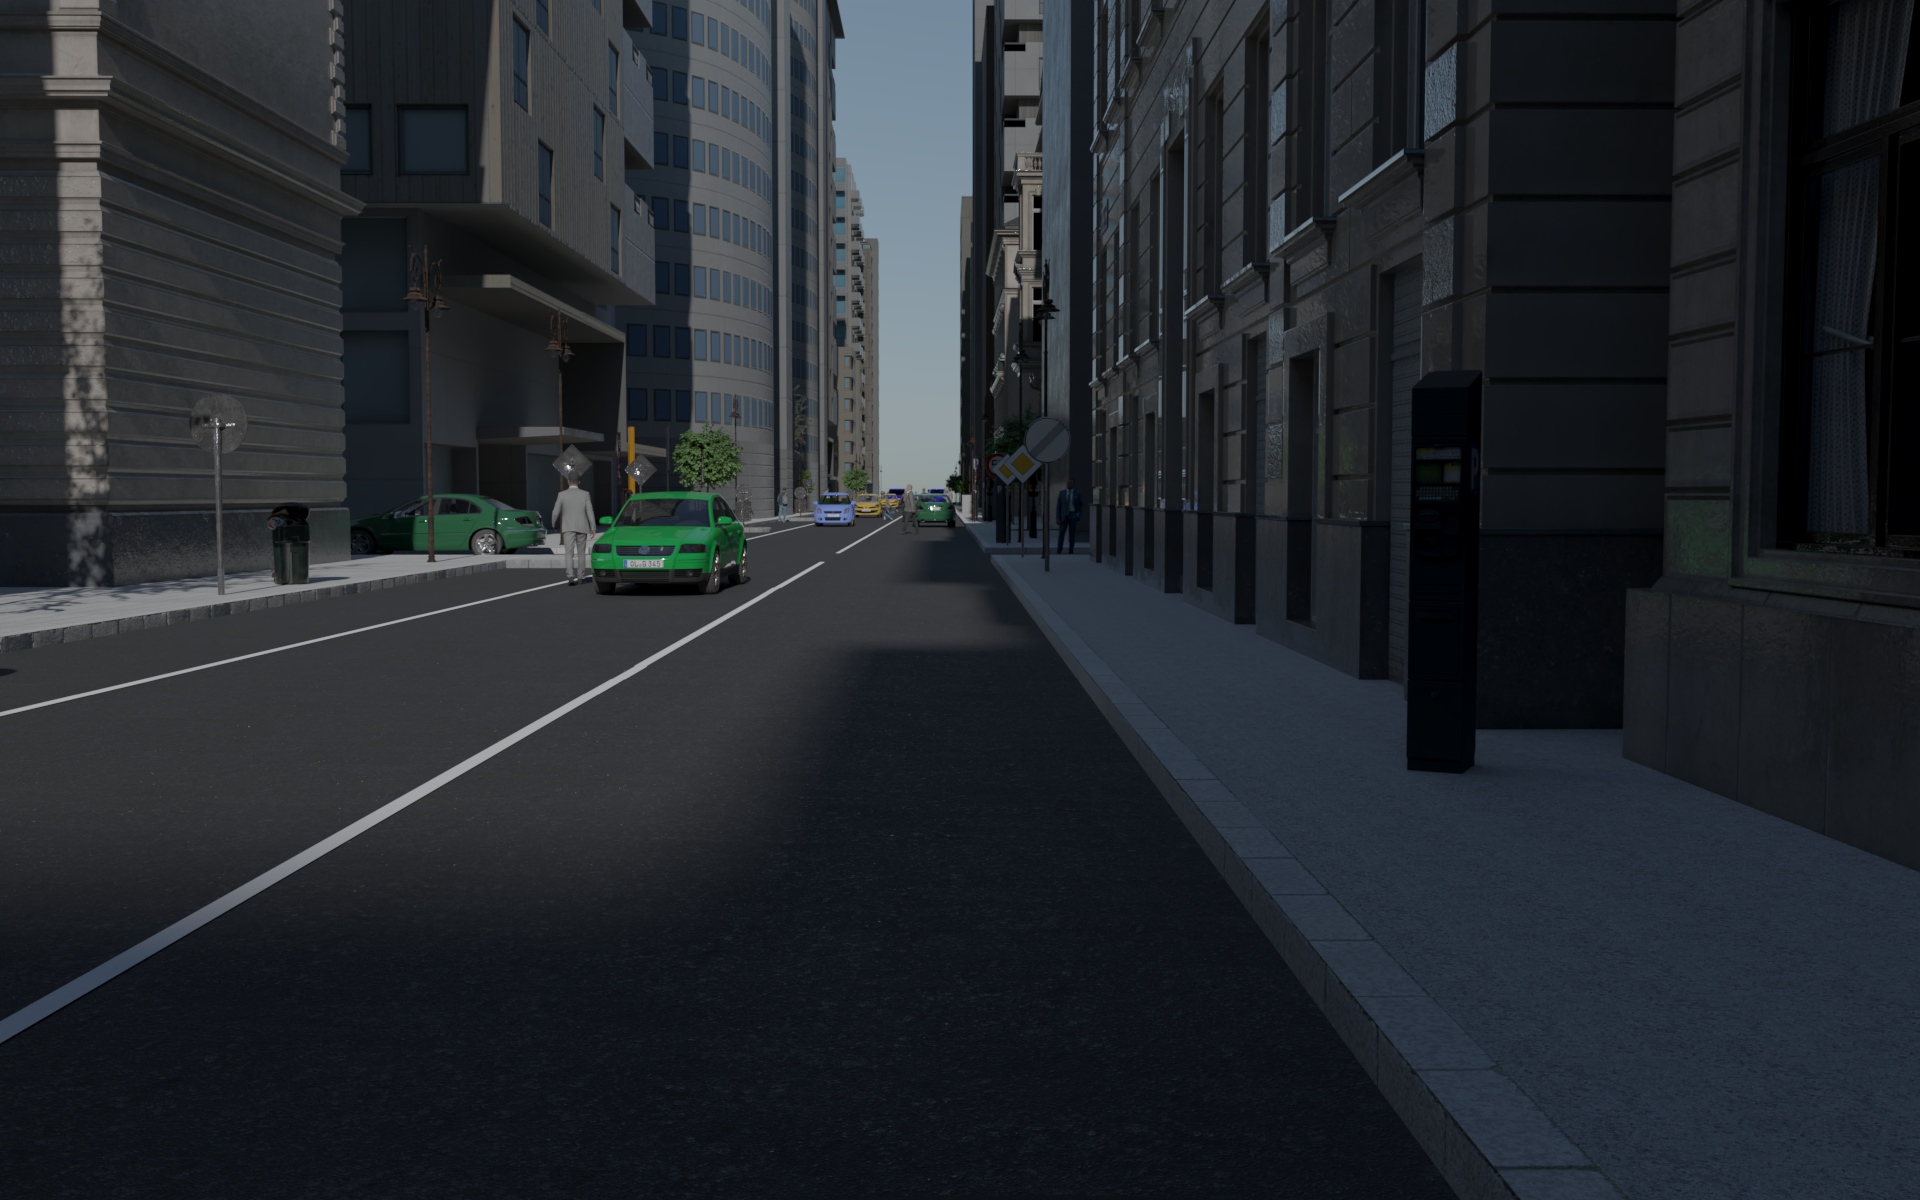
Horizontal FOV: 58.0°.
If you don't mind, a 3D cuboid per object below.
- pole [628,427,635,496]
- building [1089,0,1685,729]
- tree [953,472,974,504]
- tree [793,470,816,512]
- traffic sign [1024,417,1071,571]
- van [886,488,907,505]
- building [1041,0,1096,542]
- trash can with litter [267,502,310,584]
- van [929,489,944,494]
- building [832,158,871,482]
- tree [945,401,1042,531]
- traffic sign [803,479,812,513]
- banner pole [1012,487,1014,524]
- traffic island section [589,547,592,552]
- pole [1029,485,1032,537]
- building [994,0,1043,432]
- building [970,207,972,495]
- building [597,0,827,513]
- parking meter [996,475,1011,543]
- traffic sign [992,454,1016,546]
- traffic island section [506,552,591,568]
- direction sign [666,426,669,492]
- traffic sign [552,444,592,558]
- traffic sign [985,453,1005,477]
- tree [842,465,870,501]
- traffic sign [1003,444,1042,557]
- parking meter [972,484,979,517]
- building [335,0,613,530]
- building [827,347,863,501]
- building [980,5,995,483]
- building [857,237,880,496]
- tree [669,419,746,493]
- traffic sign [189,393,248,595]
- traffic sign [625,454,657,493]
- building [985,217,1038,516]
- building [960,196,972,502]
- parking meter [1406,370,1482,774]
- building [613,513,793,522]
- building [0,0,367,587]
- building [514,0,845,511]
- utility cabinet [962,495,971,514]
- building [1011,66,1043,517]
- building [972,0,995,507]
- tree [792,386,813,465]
[{"bbox_3d":[-9.983,-3.597,52.657,0.158,3.312,0.155,0,3,0],"label":"pole"},{"bbox_3d":[8.288,-13.669,20.755,12.463,27.353,25.104,0,4,-1],"label":"building"},{"bbox_3d":[0.746,-8.900,140.120,1.663,3.219,1.824,0,3,0],"label":"tree"},{"bbox_3d":[-11.173,-8.090,126.878,1.663,3.219,1.824,0,3,0],"label":"tree"},{"bbox_3d":[1.448,-1.749,28.704,0.768,2.556,0.104,0,4,5],"label":"traffic sign"},{"bbox_3d":[-6.501,-10.759,180.300,2.240,2.365,5.245,0,4,1],"label":"van"},{"bbox_3d":[17.721,-14.166,50.683,30.058,24.678,14.314,0,4,-1],"label":"building"},{"bbox_3d":[-9.673,-0.820,24.791,0.624,1.170,1.055,-2,4,-33],"label":"trash can with litter"},{"bbox_3d":[-2.775,-12.292,205.353,2.240,2.365,5.245,0,4,-2],"label":"van"},{"bbox_3d":[-25.008,-38.353,246.683,23.786,49.044,30.456,0,4,-1],"label":"building"},{"bbox_3d":[2.351,-4.734,61.113,4.285,4.588,4.351,0,3,0],"label":"tree"},{"bbox_3d":[-10.400,-7.107,118.321,0.606,2.300,0.079,1,4,8],"label":"traffic sign"},{"bbox_3d":[2.025,-5.083,73.130,0.863,3.779,0.401,1,4,13],"label":"banner pole"},{"bbox_3d":[-7.938,-1.268,43.019,2.009,0.180,2.903,0,4,-1],"label":"traffic island section"},{"bbox_3d":[2.138,-3.544,51.795,0.158,3.312,0.155,0,3,0],"label":"pole"},{"bbox_3d":[16.491,-33.458,136.273,28.713,52.752,27.495,0,4,-1],"label":"building"},{"bbox_3d":[8.498,-34.550,248.486,14.154,41.232,14.086,0,4,-1],"label":"building"},{"bbox_3d":[-22.694,-36.924,145.703,21.231,58.520,28.212,0,4,-1],"label":"building"},{"bbox_3d":[1.143,-2.428,45.414,0.255,1.863,0.399,-2,4,-35],"label":"parking meter"},{"bbox_3d":[1.179,-2.409,43.036,0.795,2.450,0.064,0,4,-1],"label":"traffic sign"},{"bbox_3d":[-7.850,-0.780,35.034,2.009,0.180,2.903,0,4,-1],"label":"traffic island section"},{"bbox_3d":[-9.735,-4.020,57.719,0.379,3.537,0.876,-1,4,-14],"label":"direction sign"},{"bbox_3d":[-7.827,-1.916,34.973,0.795,2.450,0.064,0,4,-1],"label":"traffic sign"},{"bbox_3d":[1.170,-3.268,53.542,0.768,2.556,0.104,0,4,1],"label":"traffic sign"},{"bbox_3d":[-11.721,-12.941,195.295,4.285,4.588,4.351,0,3,0],"label":"tree"},{"bbox_3d":[1.267,-1.921,35.051,0.795,2.450,0.064,0,4,-1],"label":"traffic sign"},{"bbox_3d":[0.869,-5.621,97.620,0.399,1.863,0.255,0,4,4],"label":"parking meter"},{"bbox_3d":[-25.163,-28.526,55.636,28.713,52.752,27.495,0,4,-1],"label":"building"},{"bbox_3d":[-26.651,-22.804,217.882,27.650,21.520,28.899,0,4,-1],"label":"building"},{"bbox_3d":[9.091,-31.039,157.593,14.600,45.320,14.200,0,4,-1],"label":"building"},{"bbox_3d":[-19.834,-35.817,269.209,14.154,41.232,14.086,0,4,-1],"label":"building"},{"bbox_3d":[-11.096,-5.652,76.118,4.285,4.588,4.351,0,3,0],"label":"tree"},{"bbox_3d":[-9.386,-1.335,21.930,0.768,2.556,0.104,0,4,4],"label":"traffic sign"},{"bbox_3d":[-7.914,-2.405,42.957,0.795,2.450,0.064,0,4,-1],"label":"traffic sign"},{"bbox_3d":[7.072,-14.893,108.125,10.561,19.102,19.286,0,4,-1],"label":"building"},{"bbox_3d":[10.778,-39.310,266.426,21.300,48.544,21.600,0,4,-1],"label":"building"},{"bbox_3d":[2.253,-0.143,8.057,0.255,1.863,0.399,2,4,27],"label":"parking meter"},{"bbox_3d":[-20.677,-33.596,91.297,21.231,58.520,28.212,0,4,-1],"label":"building"},{"bbox_3d":[-20.930,-12.166,27.799,19.941,23.489,11.050,0,4,-1],"label":"building"},{"bbox_3d":[-26.469,-35.769,174.065,28.713,52.752,27.495,0,4,-1],"label":"building"},{"bbox_3d":[0.648,-6.170,112.038,1.020,1.237,0.306,0,4,1],"label":"utility cabinet"},{"bbox_3d":[9.708,-16.013,80.889,14.460,24.649,34.723,0,4,-1],"label":"building"},{"bbox_3d":[11.759,-38.923,178.387,21.231,58.520,28.212,0,4,-1],"label":"building"},{"bbox_3d":[-11.433,-9.845,111.328,4.360,8.622,3.978,0,3,0],"label":"tree"}]
